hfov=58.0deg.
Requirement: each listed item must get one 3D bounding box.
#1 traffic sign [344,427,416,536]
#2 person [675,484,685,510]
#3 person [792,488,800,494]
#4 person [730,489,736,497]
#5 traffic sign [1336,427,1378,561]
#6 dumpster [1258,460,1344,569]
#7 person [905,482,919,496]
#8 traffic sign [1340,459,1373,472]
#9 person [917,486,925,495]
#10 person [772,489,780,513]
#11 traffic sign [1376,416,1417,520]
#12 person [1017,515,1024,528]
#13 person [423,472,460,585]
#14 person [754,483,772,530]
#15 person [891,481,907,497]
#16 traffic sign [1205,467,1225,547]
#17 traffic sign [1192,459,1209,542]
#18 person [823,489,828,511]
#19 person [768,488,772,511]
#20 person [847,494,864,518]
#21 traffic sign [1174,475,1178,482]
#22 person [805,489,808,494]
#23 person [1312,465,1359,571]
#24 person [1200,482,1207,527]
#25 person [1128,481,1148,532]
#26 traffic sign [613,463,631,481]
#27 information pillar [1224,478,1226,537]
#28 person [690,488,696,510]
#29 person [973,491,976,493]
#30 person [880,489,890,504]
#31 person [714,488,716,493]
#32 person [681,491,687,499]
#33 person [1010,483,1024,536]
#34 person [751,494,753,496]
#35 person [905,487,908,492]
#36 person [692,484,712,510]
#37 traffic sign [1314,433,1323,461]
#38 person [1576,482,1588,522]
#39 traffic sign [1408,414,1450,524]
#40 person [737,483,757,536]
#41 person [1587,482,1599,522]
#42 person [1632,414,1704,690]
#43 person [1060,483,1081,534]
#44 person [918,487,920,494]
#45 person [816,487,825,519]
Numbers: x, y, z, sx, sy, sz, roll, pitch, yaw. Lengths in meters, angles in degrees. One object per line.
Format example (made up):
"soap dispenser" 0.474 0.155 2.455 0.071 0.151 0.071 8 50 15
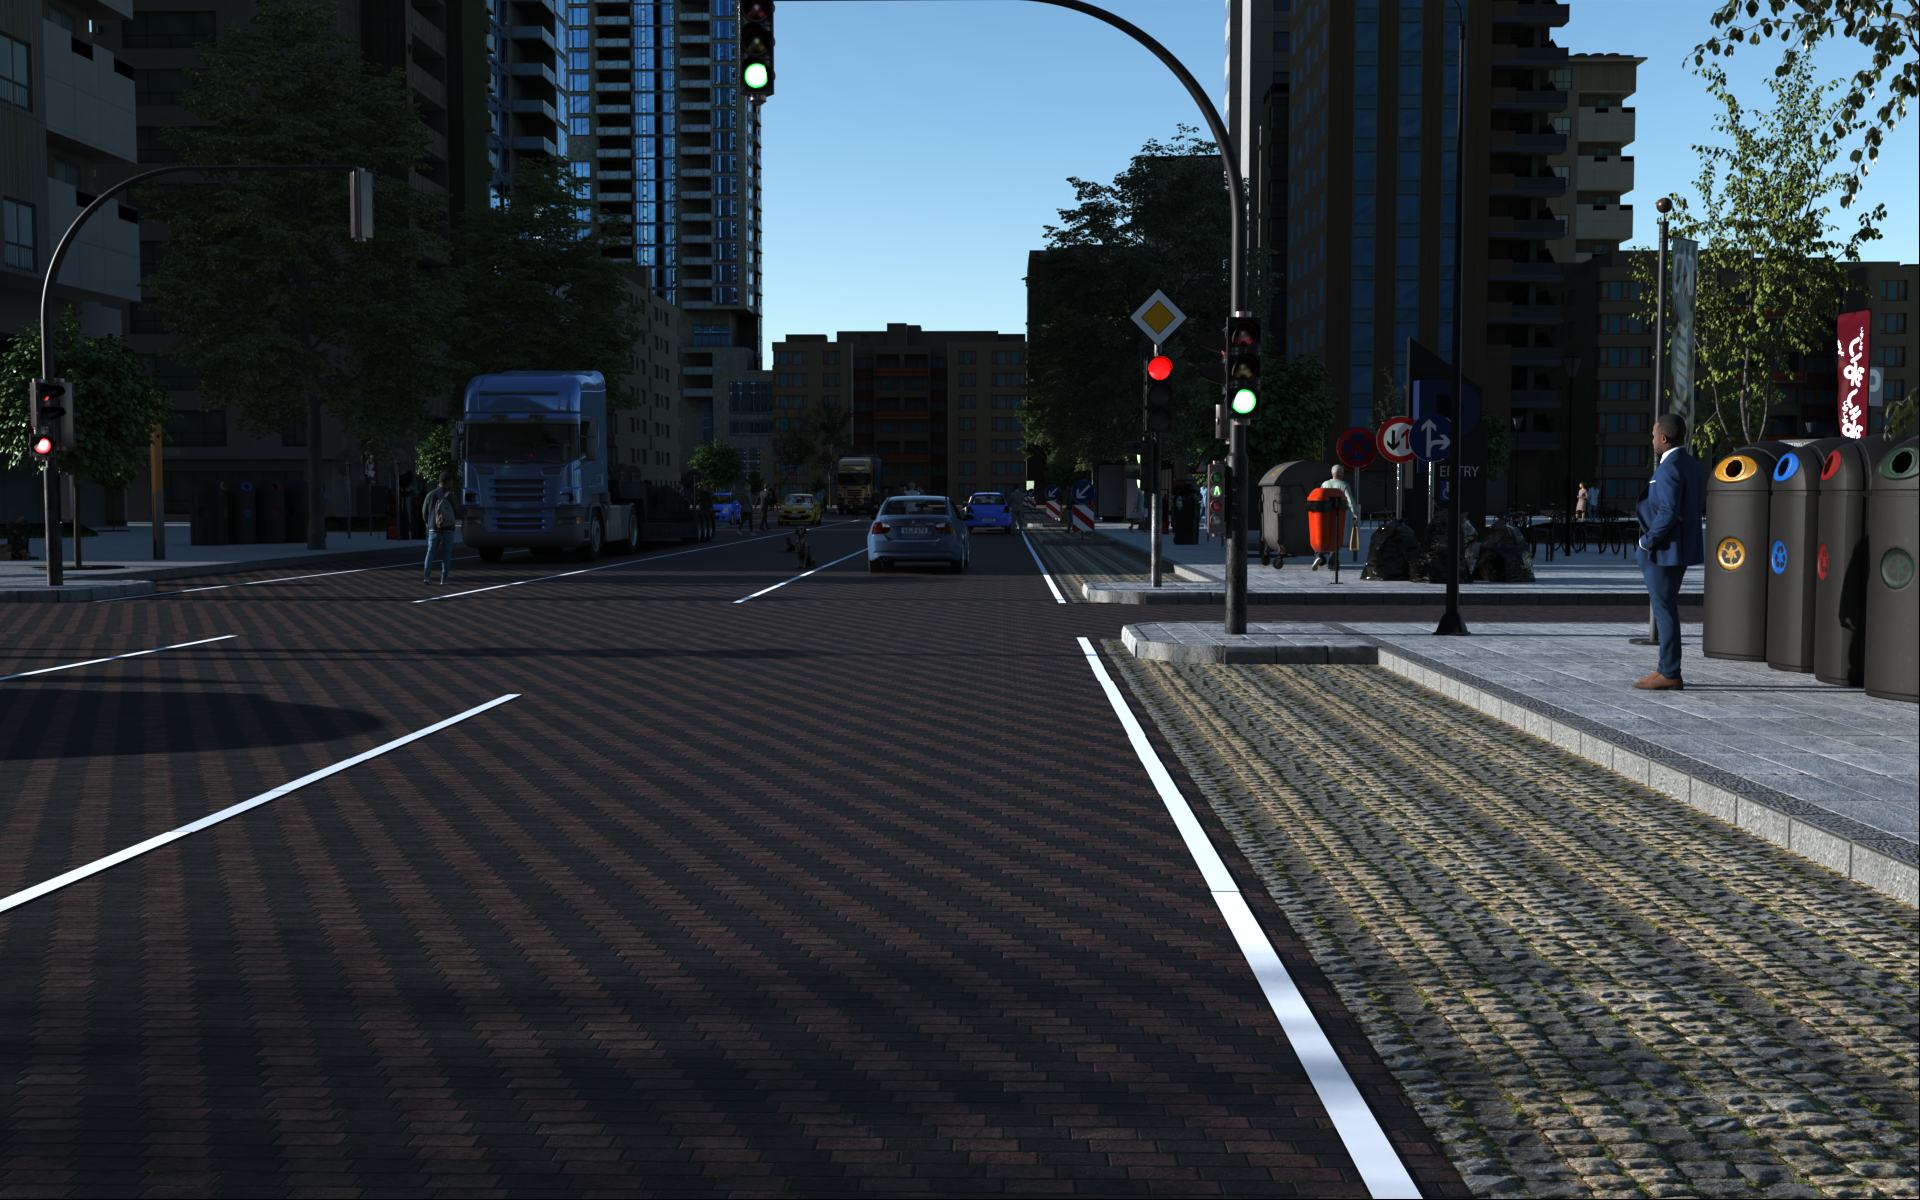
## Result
"traffic sign" -17.631 -3.594 52.631 2.265 3.308 0.079 0 4 7
"person" -9.292 -2.948 57.119 0.534 1.772 0.576 -2 4 -29
"person" -12.454 -7.617 131.318 1.217 1.736 0.721 -1 4 -13
"person" -23.005 -10.333 175.071 0.705 1.814 1.350 1 4 17
"traffic sign" 7.531 -2.006 32.911 0.768 2.556 0.104 1 4 9
"dumpster" 5.944 -1.491 30.130 1.264 1.857 1.865 0 4 1
"person" -1.614 -3.119 59.380 0.514 1.842 0.818 -2 4 -33
"traffic sign" 9.121 -2.434 39.906 0.768 2.556 0.104 1 4 10
"person" -1.741 -4.118 76.007 0.473 1.802 0.592 1 4 11
"person" -12.488 -6.736 117.649 0.593 1.643 0.415 0 4 4
"traffic sign" 7.193 -1.728 28.361 0.768 2.556 0.104 0 4 7
"person" 2.491 -3.638 72.655 0.373 1.253 0.362 3 5 41
"person" -8.205 -1.136 27.420 0.623 1.781 0.721 0 4 -6
"person" -7.664 -3.677 68.393 0.659 1.850 0.755 3 5 42
"person" -1.893 -2.840 54.737 0.655 1.846 0.447 3 5 43
"traffic sign" 6.422 -2.585 42.275 0.884 2.594 0.081 1 4 11
"traffic sign" 6.616 -2.820 46.107 0.884 2.594 0.081 1 4 10
"person" -10.409 -7.635 133.421 0.705 1.812 1.348 1 4 13
"person" -14.529 -7.668 132.209 0.721 1.735 1.217 2 4 30
"person" -6.153 -5.496 101.618 1.065 1.426 0.557 -1 4 -18
"traffic sign" 9.125 -4.648 75.994 0.884 2.594 0.081 0 4 8
"person" -13.906 -9.262 158.199 0.721 1.735 1.217 0 4 2
"person" 6.286 -1.361 28.775 0.782 1.767 0.515 2 4 33
"person" 9.478 -3.725 67.219 0.793 1.790 0.793 0 4 4
"person" 5.972 -3.154 57.969 0.624 1.780 0.694 2 4 30
"traffic sign" -13.991 -4.378 71.680 0.768 2.556 0.104 0 4 6
"information pillar" 7.931 -2.875 51.496 0.304 2.012 0.304 1 4 17
"person" -16.625 -6.137 107.849 0.415 1.643 0.593 -1 4 -12
"person" 0.881 -5.861 105.790 0.415 1.643 0.593 -1 4 -17
"person" -4.560 -5.937 106.119 0.434 1.755 0.990 3 5 44
"person" -21.948 -9.149 155.267 1.348 1.869 0.705 2 4 26
"person" -18.558 -6.686 115.327 0.705 1.831 1.348 -3 4 -38
"person" 1.937 -3.088 59.172 0.511 1.800 0.466 -1 4 -16
"person" -18.825 -9.065 154.781 0.750 1.759 0.617 -1 4 -12
"person" -2.951 -5.262 94.641 0.767 1.812 0.694 3 4 39
"person" -9.970 -3.516 66.205 0.699 1.804 1.509 -2 4 -35
"traffic sign" 8.102 -3.080 44.227 2.265 3.308 0.079 0 4 7
"person" 25.781 -4.010 71.954 0.374 1.781 0.599 -1 4 -22
"traffic sign" 7.491 -1.678 27.537 0.768 2.556 0.104 0 4 2
"person" -7.405 -3.126 59.788 0.728 1.800 0.709 -3 4 -37
"person" 27.153 -4.161 74.335 0.793 1.790 0.793 3 4 38
"person" 4.656 -0.315 11.371 0.419 1.800 0.721 2 4 29
"person" 3.979 -3.304 62.504 0.713 1.824 0.794 2 4 32
"person" -2.131 -5.223 93.905 0.388 1.821 0.555 -2 4 -24
"person" -8.088 -5.559 99.404 0.620 1.820 0.660 -3 5 -41
